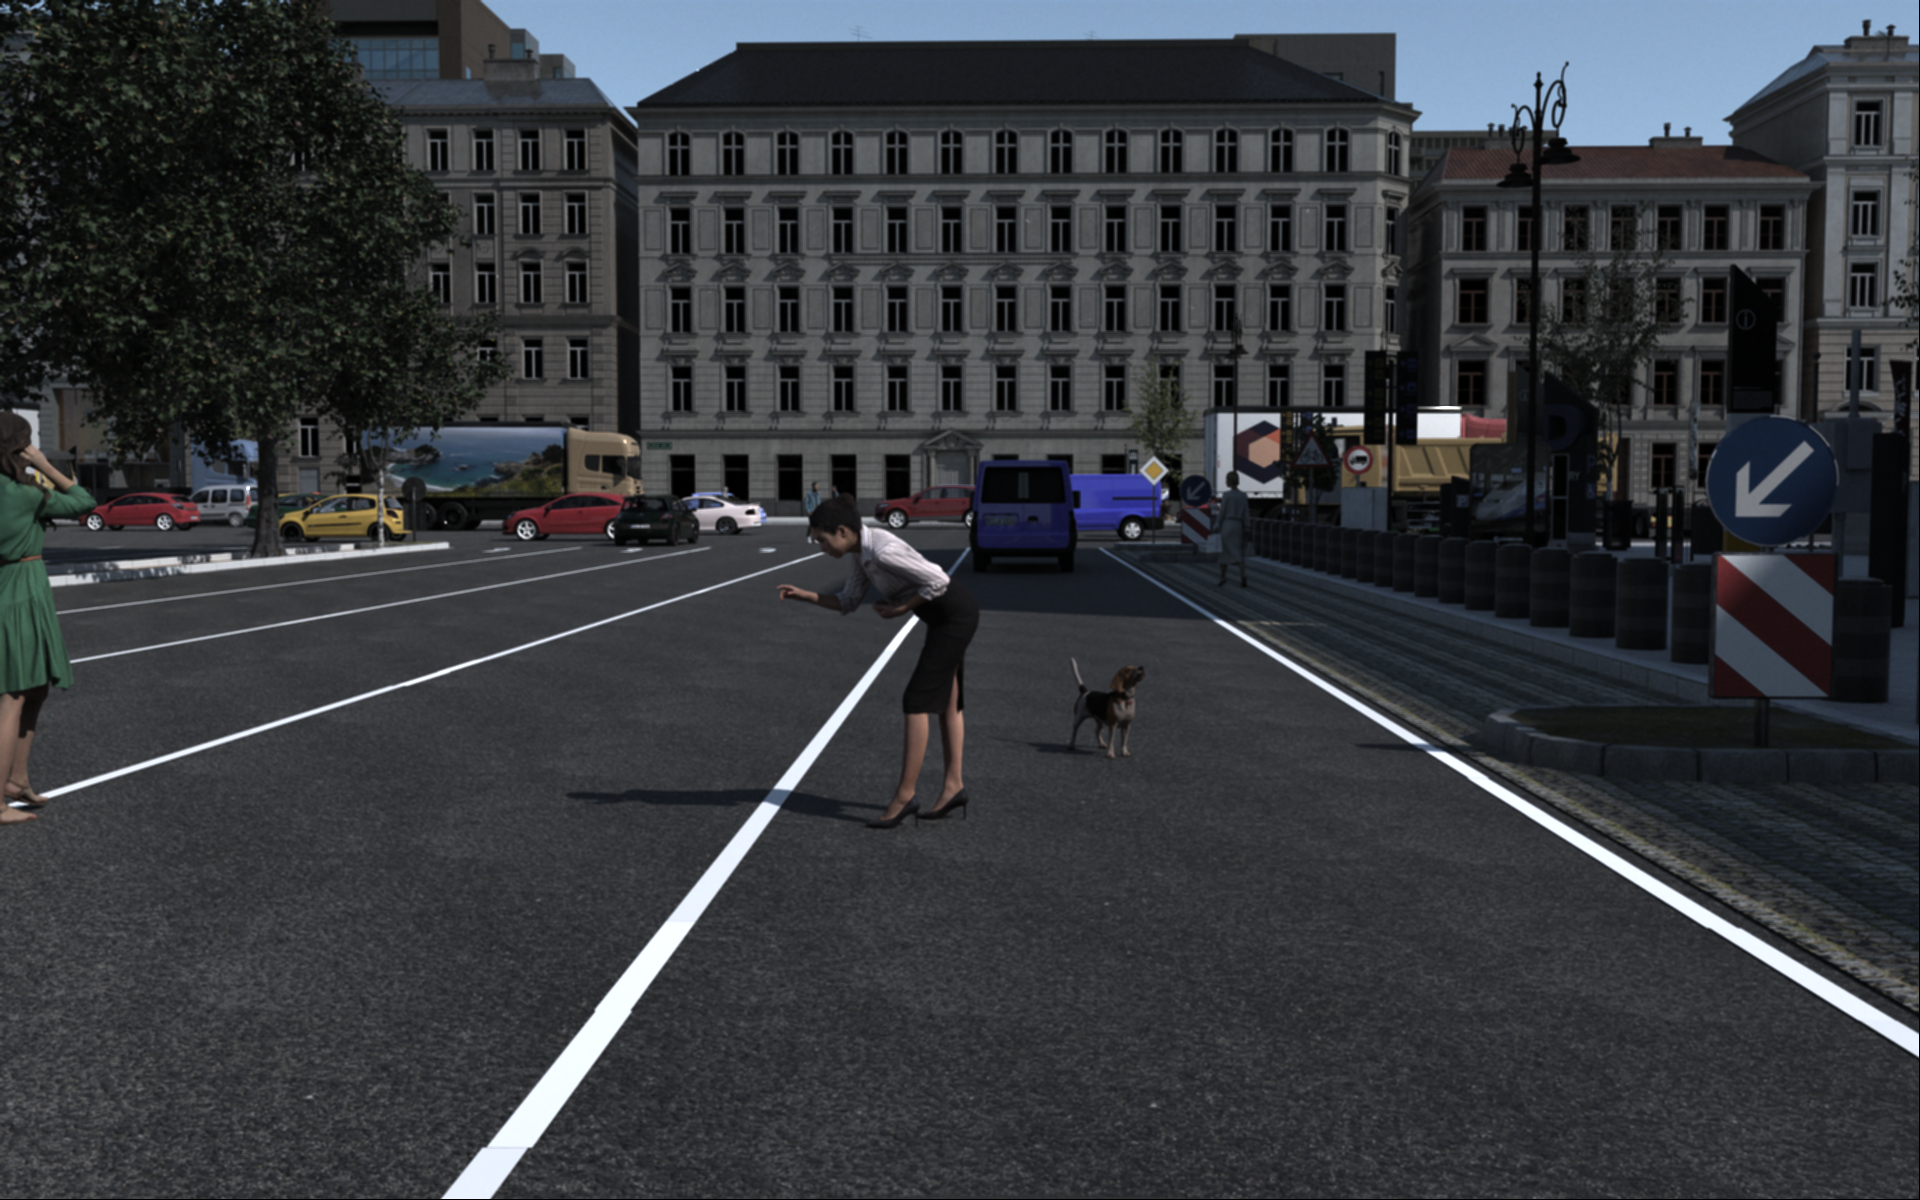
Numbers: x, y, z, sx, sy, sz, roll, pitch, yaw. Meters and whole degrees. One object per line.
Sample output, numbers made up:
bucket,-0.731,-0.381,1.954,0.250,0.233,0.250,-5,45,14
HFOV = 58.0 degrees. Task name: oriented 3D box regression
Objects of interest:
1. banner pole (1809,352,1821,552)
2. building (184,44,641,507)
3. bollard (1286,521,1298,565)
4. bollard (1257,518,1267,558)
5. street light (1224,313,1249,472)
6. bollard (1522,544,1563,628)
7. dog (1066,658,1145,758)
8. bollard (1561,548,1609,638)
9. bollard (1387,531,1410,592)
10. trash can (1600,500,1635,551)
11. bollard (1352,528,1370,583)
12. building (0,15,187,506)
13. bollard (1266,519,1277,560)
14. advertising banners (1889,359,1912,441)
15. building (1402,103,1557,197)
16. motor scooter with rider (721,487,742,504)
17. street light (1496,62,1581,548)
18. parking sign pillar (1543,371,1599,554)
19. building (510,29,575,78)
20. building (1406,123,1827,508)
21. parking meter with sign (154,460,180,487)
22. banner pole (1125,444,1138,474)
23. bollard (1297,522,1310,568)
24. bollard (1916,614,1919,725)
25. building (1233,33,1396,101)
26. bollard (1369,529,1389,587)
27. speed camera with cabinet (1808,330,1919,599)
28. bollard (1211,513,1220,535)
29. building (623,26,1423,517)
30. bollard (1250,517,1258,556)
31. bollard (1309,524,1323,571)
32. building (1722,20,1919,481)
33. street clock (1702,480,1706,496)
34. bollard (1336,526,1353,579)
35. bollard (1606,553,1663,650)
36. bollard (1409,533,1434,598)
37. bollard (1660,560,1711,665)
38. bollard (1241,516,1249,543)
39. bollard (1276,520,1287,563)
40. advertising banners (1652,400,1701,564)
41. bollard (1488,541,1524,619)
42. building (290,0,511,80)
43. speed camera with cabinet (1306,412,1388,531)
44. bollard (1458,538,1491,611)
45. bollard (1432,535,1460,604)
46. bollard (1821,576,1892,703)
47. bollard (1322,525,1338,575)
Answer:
banner pole,15.177,-2.495,30.807,0.401,3.779,0.863,2,4,24
building,-31.215,-18.617,101.659,25.104,27.353,12.463,0,4,2
bollard,6.164,-1.012,31.263,0.404,0.777,0.398,0,3,0
bollard,6.273,-1.233,34.875,0.404,0.777,0.398,0,3,0
street light,7.046,-4.374,44.305,0.468,5.910,1.993,0,4,2
bollard,5.743,-0.128,16.806,0.404,0.777,0.398,0,3,0
dog,0.804,0.594,9.579,0.540,0.507,0.406,1,4,22
bollard,5.707,-0.054,15.604,0.404,0.777,0.398,0,3,0
bollard,5.917,-0.496,22.827,0.404,0.777,0.398,0,3,0
trash can,14.952,-1.698,39.411,0.748,1.137,0.748,0,3,0
bollard,5.990,-0.643,25.229,0.404,0.777,0.398,0,3,0
building,-58.657,-19.941,103.528,29.804,29.767,11.434,0,4,2
bollard,6.237,-1.159,33.674,0.404,0.777,0.398,0,3,0
advertising banners,12.930,-1.648,23.133,2.074,3.025,0.090,-2,4,-33
building,40.897,-29.651,176.675,32.217,40.220,23.993,0,4,2
motor scooter with rider,-9.512,-3.867,72.185,1.986,1.779,0.876,0,4,0
street light,6.338,-2.835,19.144,0.468,5.910,1.993,0,4,2
parking sign pillar,13.074,-2.992,37.386,1.447,3.967,1.447,-2,4,-34
building,-54.688,-34.267,179.871,30.456,49.044,23.786,0,4,2
building,36.384,-16.133,99.934,21.152,22.565,11.583,0,4,2
parking meter with sign,-41.029,-5.674,89.032,1.738,3.016,0.543,-1,4,-18
banner pole,8.457,-5.878,86.120,0.863,3.779,0.401,0,4,-7
bollard,6.132,-0.937,30.044,0.404,0.777,0.398,0,3,0
bollard,5.532,0.314,9.587,0.404,0.777,0.398,0,3,0
building,31.059,-29.011,157.920,14.154,41.232,14.086,0,4,2
bollard,5.955,-0.569,24.028,0.404,0.777,0.398,0,3,0
speed camera with cabinet,11.432,-1.649,21.300,2.038,3.252,0.660,-1,4,-13
bollard,6.593,-1.896,45.713,0.404,0.777,0.398,0,3,0
building,3.833,-19.991,103.272,44.131,29.872,17.030,0,4,2
bollard,6.306,-1.307,36.079,0.404,0.777,0.398,0,3,0
bollard,6.096,-0.864,28.842,0.404,0.777,0.398,0,3,0
building,57.057,-19.259,100.790,20.117,28.700,13.634,0,4,2
street clock,35.561,-4.758,82.357,0.471,2.002,0.358,1,4,11
bollard,6.025,-0.716,26.431,0.404,0.777,0.398,0,3,0
bollard,5.674,0.019,14.403,0.404,0.777,0.398,0,3,0
bollard,5.886,-0.423,21.626,0.404,0.777,0.398,0,3,0
bollard,5.640,0.093,13.202,0.404,0.777,0.398,0,3,0
bollard,6.343,-1.380,37.280,0.404,0.777,0.398,0,3,0
bollard,6.202,-1.085,32.464,0.404,0.777,0.398,0,3,0
advertising banners,13.196,-2.180,31.824,0.090,3.025,2.074,3,5,43
bollard,5.777,-0.201,18.007,0.404,0.777,0.398,0,3,0
building,-47.742,-30.625,150.828,14.600,45.320,14.200,0,4,2
speed camera with cabinet,9.262,-2.882,41.461,0.660,3.252,2.038,-3,5,-40
bollard,5.812,-0.275,19.208,0.404,0.777,0.398,0,3,0
bollard,5.848,-0.348,20.409,0.404,0.777,0.398,0,3,0
bollard,5.569,0.240,10.788,0.404,0.777,0.398,0,3,0
bollard,6.059,-0.790,27.632,0.404,0.777,0.398,0,3,0
